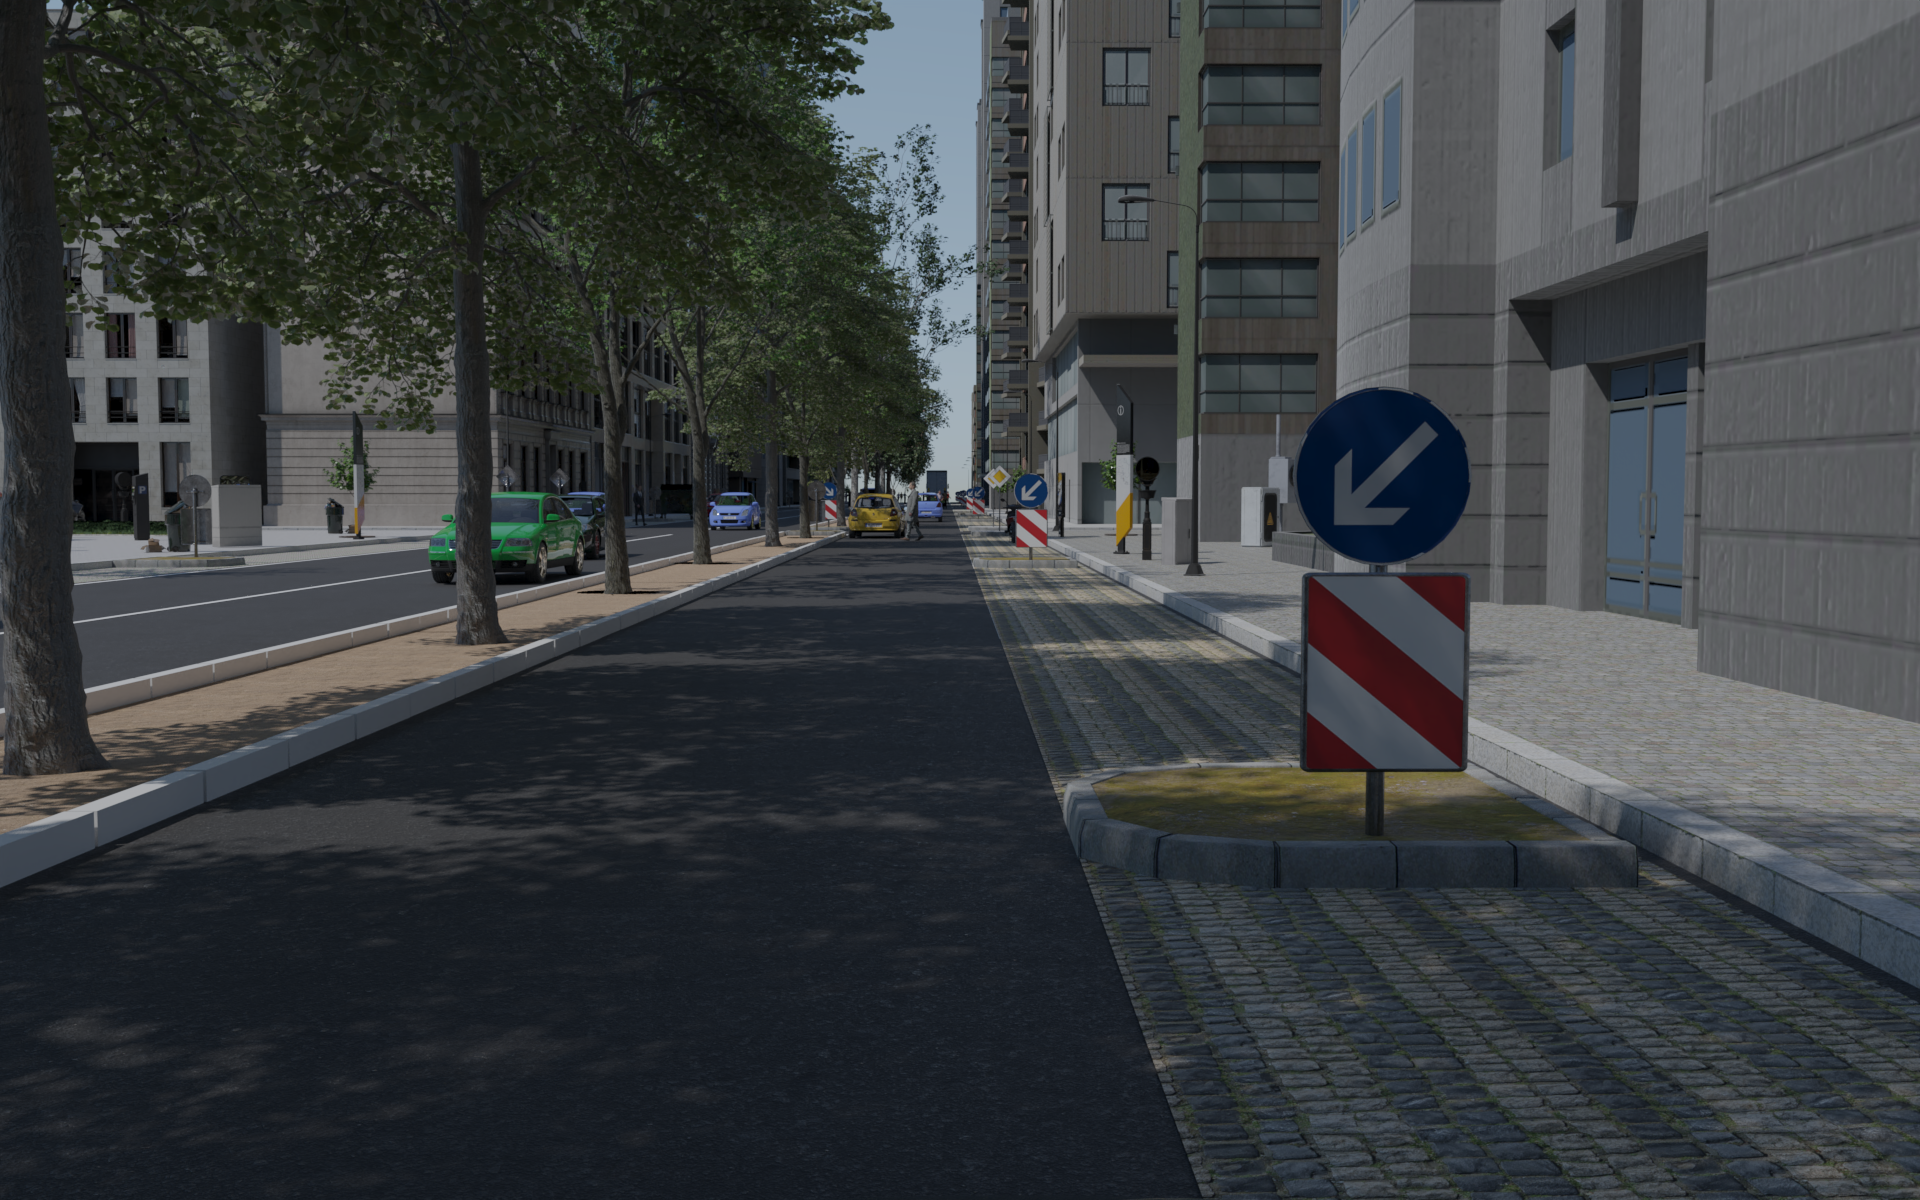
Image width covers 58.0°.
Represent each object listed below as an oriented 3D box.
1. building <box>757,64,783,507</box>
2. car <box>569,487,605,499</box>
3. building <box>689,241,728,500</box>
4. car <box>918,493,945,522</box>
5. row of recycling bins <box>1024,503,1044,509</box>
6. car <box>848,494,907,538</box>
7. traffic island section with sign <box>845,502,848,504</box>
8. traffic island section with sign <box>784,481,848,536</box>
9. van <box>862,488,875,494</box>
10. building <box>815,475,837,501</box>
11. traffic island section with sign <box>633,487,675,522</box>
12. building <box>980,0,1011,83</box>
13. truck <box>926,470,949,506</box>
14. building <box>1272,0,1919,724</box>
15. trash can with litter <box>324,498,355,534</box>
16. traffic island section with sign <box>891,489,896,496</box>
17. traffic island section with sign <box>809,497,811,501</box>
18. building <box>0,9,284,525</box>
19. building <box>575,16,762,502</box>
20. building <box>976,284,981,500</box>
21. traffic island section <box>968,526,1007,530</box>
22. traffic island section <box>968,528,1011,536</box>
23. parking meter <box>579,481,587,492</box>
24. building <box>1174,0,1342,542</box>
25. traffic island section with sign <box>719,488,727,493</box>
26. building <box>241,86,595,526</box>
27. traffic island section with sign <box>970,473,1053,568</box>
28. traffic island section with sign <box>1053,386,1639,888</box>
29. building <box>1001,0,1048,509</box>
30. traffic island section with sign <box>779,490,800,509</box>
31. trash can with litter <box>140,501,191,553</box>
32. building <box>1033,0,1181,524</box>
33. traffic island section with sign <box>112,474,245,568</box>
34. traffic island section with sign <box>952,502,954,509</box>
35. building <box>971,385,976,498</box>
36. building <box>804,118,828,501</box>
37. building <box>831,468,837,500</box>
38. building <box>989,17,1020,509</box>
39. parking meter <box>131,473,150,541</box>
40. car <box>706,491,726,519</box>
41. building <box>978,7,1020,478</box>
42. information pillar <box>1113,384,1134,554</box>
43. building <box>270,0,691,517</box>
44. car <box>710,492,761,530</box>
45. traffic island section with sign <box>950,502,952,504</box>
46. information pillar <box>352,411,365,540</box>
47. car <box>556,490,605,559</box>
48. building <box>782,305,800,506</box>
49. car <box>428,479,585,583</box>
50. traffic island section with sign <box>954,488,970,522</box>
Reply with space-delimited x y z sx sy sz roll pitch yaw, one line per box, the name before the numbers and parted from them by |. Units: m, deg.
building | -29.403 -38.406 169.933 21.231 58.520 28.212 0 4 0
car | -12.459 -2.930 57.496 1.945 1.707 3.694 0 4 1
building | -23.712 -18.566 132.435 11.050 23.489 19.941 0 4 0
car | -1.738 -4.872 89.250 1.945 1.707 3.694 0 4 -1
row of recycling bins | 5.578 -5.879 103.242 3.534 1.692 1.069 1 4 11
car | -2.727 -2.890 57.480 2.015 1.641 3.980 0 4 1
traffic island section with sign | -17.236 -16.410 276.937 1.989 1.847 2.006 0 4 0
traffic island section with sign | -5.021 -3.175 60.041 2.006 1.907 1.989 0 4 0
van | -8.352 -9.713 163.192 2.240 2.365 5.245 0 4 0
building | -30.195 -37.530 268.242 22.147 44.769 28.867 0 4 0
traffic island section with sign | -15.835 -4.966 89.826 1.989 1.847 2.006 0 4 0
building | 12.995 -40.494 204.074 21.231 58.520 28.212 0 4 0
truck | -2.757 -13.450 208.827 2.839 4.237 11.283 0 4 0
building | 15.749 -29.285 20.809 21.231 58.520 28.212 0 4 0
trash can with litter | -19.924 -2.721 55.877 1.055 1.170 0.624 -2 4 -29
traffic island section with sign | -5.638 -8.223 142.585 2.006 1.907 1.989 0 4 0
traffic island section with sign | -16.623 -11.382 194.726 1.989 1.847 2.006 0 4 0
building | -37.468 -13.279 71.859 16.860 20.320 10.420 0 4 0
building | -24.896 -30.526 149.202 14.600 45.320 14.200 0 4 0
building | 9.193 -28.533 238.216 14.160 30.474 14.107 0 4 0
traffic island section | 1.330 -2.786 67.835 2.009 0.180 2.903 0 4 0
traffic island section | 1.390 -2.298 59.850 2.009 0.180 2.903 0 4 0
parking meter | -17.402 -4.540 79.938 0.255 1.863 0.399 -2 4 -33
building | 13.384 -17.160 52.267 14.160 30.474 14.107 0 4 0
traffic island section with sign | -16.035 -6.615 116.780 1.989 1.847 2.006 0 4 0
building | -22.994 -13.005 77.254 10.561 19.102 19.286 0 4 0
traffic island section with sign | 1.261 -1.561 34.152 1.989 1.847 2.006 0 4 0
traffic island section with sign | 1.455 0.088 7.197 1.989 1.847 2.006 0 4 0
building | 14.326 -28.954 128.017 22.147 44.769 28.867 0 4 0
traffic island section with sign | -16.409 -9.699 167.214 1.989 1.847 2.006 0 4 0
trash can with litter | -17.441 -1.636 38.141 1.055 1.170 0.624 -3 4 -39
building | 17.133 -30.188 82.814 27.495 52.752 28.713 0 4 0
traffic island section with sign | -15.407 -1.578 34.422 1.989 1.847 2.006 0 4 0
traffic island section with sign | 0.629 -6.646 117.287 1.989 1.847 2.006 0 4 0
building | 15.877 -27.119 288.429 27.650 21.520 28.899 0 4 0
building | -32.509 -39.747 239.100 28.713 52.752 27.495 0 4 0
building | -27.418 -37.127 290.624 14.154 41.232 14.086 0 4 0
building | 9.587 -28.693 152.727 14.154 41.232 14.086 0 4 0
parking meter | -22.642 -2.578 47.855 0.399 1.863 0.255 -3 5 -44
car | -13.034 -5.248 94.837 2.155 1.783 4.494 0 3 0
building | 13.900 -33.974 175.090 23.786 49.044 30.456 0 4 0
information pillar | 3.494 -2.781 36.827 0.183 3.616 0.504 -2 4 -33
building | -28.369 -18.314 103.957 19.350 26.468 34.151 0 4 0
car | -9.010 -3.667 69.553 1.945 1.707 3.694 0 4 0
traffic island section with sign | 0.251 -9.726 167.643 1.989 1.847 2.006 0 4 0
information pillar | -16.990 -3.521 48.926 0.183 3.616 0.504 0 4 5
car | -8.843 -1.797 39.175 2.009 1.686 4.222 0 4 -2
building | -29.470 -34.977 195.568 21.300 48.544 21.600 0 4 0
car | -7.596 -1.253 29.286 1.959 1.807 4.718 0 4 0
traffic island section with sign | 0.837 -4.941 89.406 1.989 1.847 2.006 0 4 0
